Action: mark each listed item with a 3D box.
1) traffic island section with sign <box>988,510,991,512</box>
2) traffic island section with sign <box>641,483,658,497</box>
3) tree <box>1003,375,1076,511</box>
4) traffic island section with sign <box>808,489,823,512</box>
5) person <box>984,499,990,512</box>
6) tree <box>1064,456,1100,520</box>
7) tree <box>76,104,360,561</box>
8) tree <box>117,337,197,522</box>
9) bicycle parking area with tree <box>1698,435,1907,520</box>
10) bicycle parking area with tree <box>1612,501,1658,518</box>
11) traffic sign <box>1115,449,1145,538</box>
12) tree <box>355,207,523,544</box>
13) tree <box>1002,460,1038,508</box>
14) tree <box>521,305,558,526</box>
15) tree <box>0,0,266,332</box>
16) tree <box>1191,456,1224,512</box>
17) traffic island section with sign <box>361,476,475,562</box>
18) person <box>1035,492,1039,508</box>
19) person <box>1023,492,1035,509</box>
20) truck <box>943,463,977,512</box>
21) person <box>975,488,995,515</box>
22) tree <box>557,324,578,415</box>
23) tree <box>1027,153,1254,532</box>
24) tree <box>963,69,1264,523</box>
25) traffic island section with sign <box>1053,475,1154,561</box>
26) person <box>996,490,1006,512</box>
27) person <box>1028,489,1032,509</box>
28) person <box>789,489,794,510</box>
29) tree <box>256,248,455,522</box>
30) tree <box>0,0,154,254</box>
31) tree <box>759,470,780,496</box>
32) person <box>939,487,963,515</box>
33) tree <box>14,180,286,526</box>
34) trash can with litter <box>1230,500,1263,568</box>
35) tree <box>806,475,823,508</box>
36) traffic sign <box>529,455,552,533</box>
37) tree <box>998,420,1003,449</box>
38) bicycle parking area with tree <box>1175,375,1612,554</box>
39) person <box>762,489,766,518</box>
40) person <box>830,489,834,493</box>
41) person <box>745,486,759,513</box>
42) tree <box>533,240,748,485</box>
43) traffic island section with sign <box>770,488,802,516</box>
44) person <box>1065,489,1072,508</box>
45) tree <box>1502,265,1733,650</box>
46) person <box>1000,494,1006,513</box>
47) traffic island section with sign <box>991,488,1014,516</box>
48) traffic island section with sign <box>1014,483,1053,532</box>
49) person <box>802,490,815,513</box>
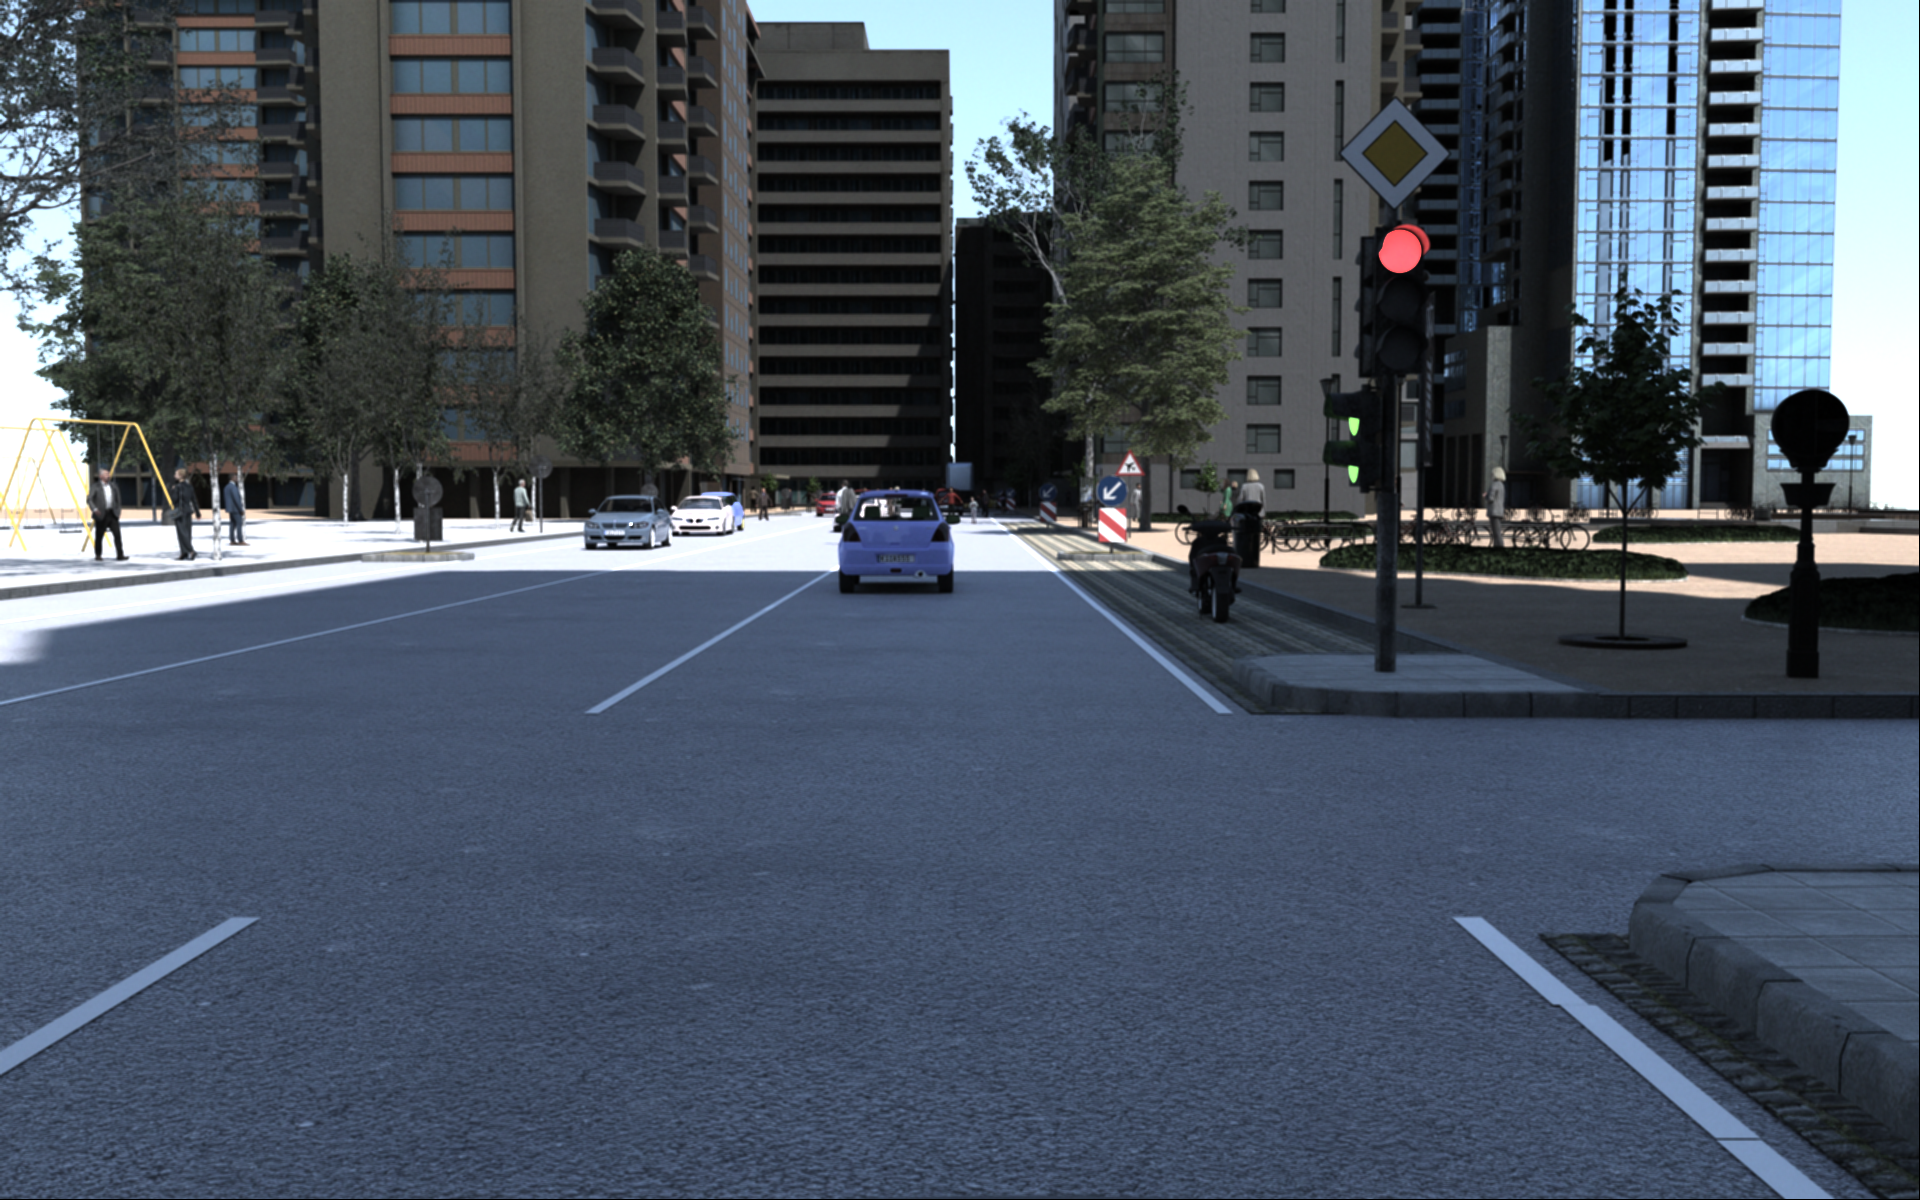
[{"bbox_3d":[3.255,-8.156,141.971,1.989,1.847,2.006,0,3,0],"label":"traffic island section with sign"},{"bbox_3d":[-11.546,-3.402,64.255,1.989,1.847,2.006,0,3,0],"label":"traffic island section with sign"},{"bbox_3d":[4.956,-9.415,104.305,4.360,8.622,3.978,0,3,0],"label":"tree"},{"bbox_3d":[-11.471,-8.148,141.844,1.989,1.847,2.006,0,3,0],"label":"traffic island section with sign"},{"bbox_3d":[2.069,-7.639,136.584,0.628,1.438,0.799,0,4,-6],"label":"person"},{"bbox_3d":[6.332,-5.679,87.458,1.663,3.219,1.824,0,3,0],"label":"tree"},{"bbox_3d":[-14.307,-5.048,32.905,4.360,8.622,3.978,0,3,0],"label":"tree"},{"bbox_3d":[-36.570,-7.865,78.962,4.737,8.622,4.395,0,3,0],"label":"tree"},{"bbox_3d":[40.791,-5.927,83.916,8.231,4.147,9.016,0,4,7],"label":"bicycle parking area with tree"},{"bbox_3d":[28.713,-5.892,83.335,9.016,4.147,8.231,-3,4,-36],"label":"bicycle parking area with tree"},{"bbox_3d":[4.930,-3.076,50.292,0.884,2.594,0.081,0,4,2],"label":"traffic sign"},{"bbox_3d":[-13.932,-5.750,44.378,4.360,8.622,3.978,0,3,0],"label":"tree"},{"bbox_3d":[5.422,-10.464,154.792,4.285,4.588,4.351,0,3,0],"label":"tree"},{"bbox_3d":[-16.737,-6.854,62.426,4.360,8.622,3.978,0,3,0],"label":"tree"},{"bbox_3d":[-15.181,-6.942,23.869,12.009,13.543,11.850,0,3,0],"label":"tree"},{"bbox_3d":[12.615,-5.656,87.083,1.663,3.219,1.824,0,3,0],"label":"tree"},{"bbox_3d":[-11.585,-1.754,37.300,1.989,1.847,2.006,0,3,0],"label":"traffic island section with sign"},{"bbox_3d":[6.982,-9.128,158.505,0.599,1.433,0.991,0,4,-5],"label":"person"},{"bbox_3d":[6.064,-8.885,152.034,1.217,1.735,0.721,-2,4,-29],"label":"person"},{"bbox_3d":[0.020,-9.301,141.824,2.967,4.110,18.799,0,3,0],"label":"truck"},{"bbox_3d":[1.668,-6.611,116.520,1.348,1.831,0.705,0,4,-6],"label":"person"},{"bbox_3d":[-17.071,-7.224,68.477,4.360,8.622,3.978,0,3,0],"label":"tree"},{"bbox_3d":[6.168,-8.601,58.752,7.486,12.596,7.792,0,3,0],"label":"tree"},{"bbox_3d":[7.124,-13.510,76.781,12.611,20.169,13.585,0,3,0],"label":"tree"},{"bbox_3d":[3.137,-1.777,37.690,1.989,1.847,2.006,0,3,0],"label":"traffic island section with sign"},{"bbox_3d":[3.448,-7.691,135.076,1.217,1.723,0.721,0,4,7],"label":"person"},{"bbox_3d":[5.892,-8.441,144.765,0.721,1.735,1.217,-1,4,-8],"label":"person"},{"bbox_3d":[-13.914,-8.259,141.999,0.530,1.710,0.541,-1,4,-17],"label":"person"},{"bbox_3d":[-28.265,-10.029,80.981,9.611,12.733,9.660,0,3,0],"label":"tree"},{"bbox_3d":[-33.195,-12.162,54.738,12.611,20.169,13.585,0,3,0],"label":"tree"},{"bbox_3d":[-15.185,-8.727,137.284,1.663,3.219,1.824,0,3,0],"label":"tree"},{"bbox_3d":[-0.490,-5.367,96.188,1.348,1.831,0.705,1,4,13],"label":"person"},{"bbox_3d":[-32.012,-9.959,69.490,9.857,13.997,8.962,0,3,0],"label":"tree"},{"bbox_3d":[4.899,-1.159,30.335,0.624,1.170,1.055,-1,4,-10],"label":"trash can with litter"},{"bbox_3d":[-13.871,-10.279,162.664,1.663,3.219,1.824,0,3,0],"label":"tree"},{"bbox_3d":[-13.704,-3.456,56.616,0.768,2.556,0.104,0,4,3],"label":"traffic sign"},{"bbox_3d":[5.133,-11.170,132.990,4.360,8.622,3.978,0,3,0],"label":"tree"},{"bbox_3d":[9.556,-3.277,40.585,9.016,4.147,8.231,0,4,8],"label":"bicycle parking area with tree"},{"bbox_3d":[-11.818,-5.772,103.406,0.750,1.759,0.617,1,4,18],"label":"person"},{"bbox_3d":[-9.944,-7.745,134.999,0.709,1.838,0.599,0,4,6],"label":"person"},{"bbox_3d":[-14.344,-6.992,120.371,1.348,1.823,0.705,1,4,17],"label":"person"},{"bbox_3d":[-14.229,-9.874,78.446,9.611,12.733,9.660,0,3,0],"label":"tree"},{"bbox_3d":[-11.503,-6.478,114.540,1.989,1.847,2.006,0,3,0],"label":"traffic island section with sign"},{"bbox_3d":[10.275,-9.619,163.757,0.683,1.767,0.568,0,4,1],"label":"person"},{"bbox_3d":[5.696,-1.236,14.818,1.663,3.219,1.824,0,3,0],"label":"tree"},{"bbox_3d":[3.061,-6.808,123.036,0.421,1.427,0.697,-1,4,-9],"label":"person"},{"bbox_3d":[3.228,-6.494,114.812,1.989,1.847,2.006,0,3,0],"label":"traffic island section with sign"},{"bbox_3d":[3.168,-3.458,65.165,1.989,1.847,2.006,0,3,0],"label":"traffic island section with sign"},{"bbox_3d":[-11.550,-7.542,132.633,1.217,1.723,0.721,1,4,20],"label":"person"}]
